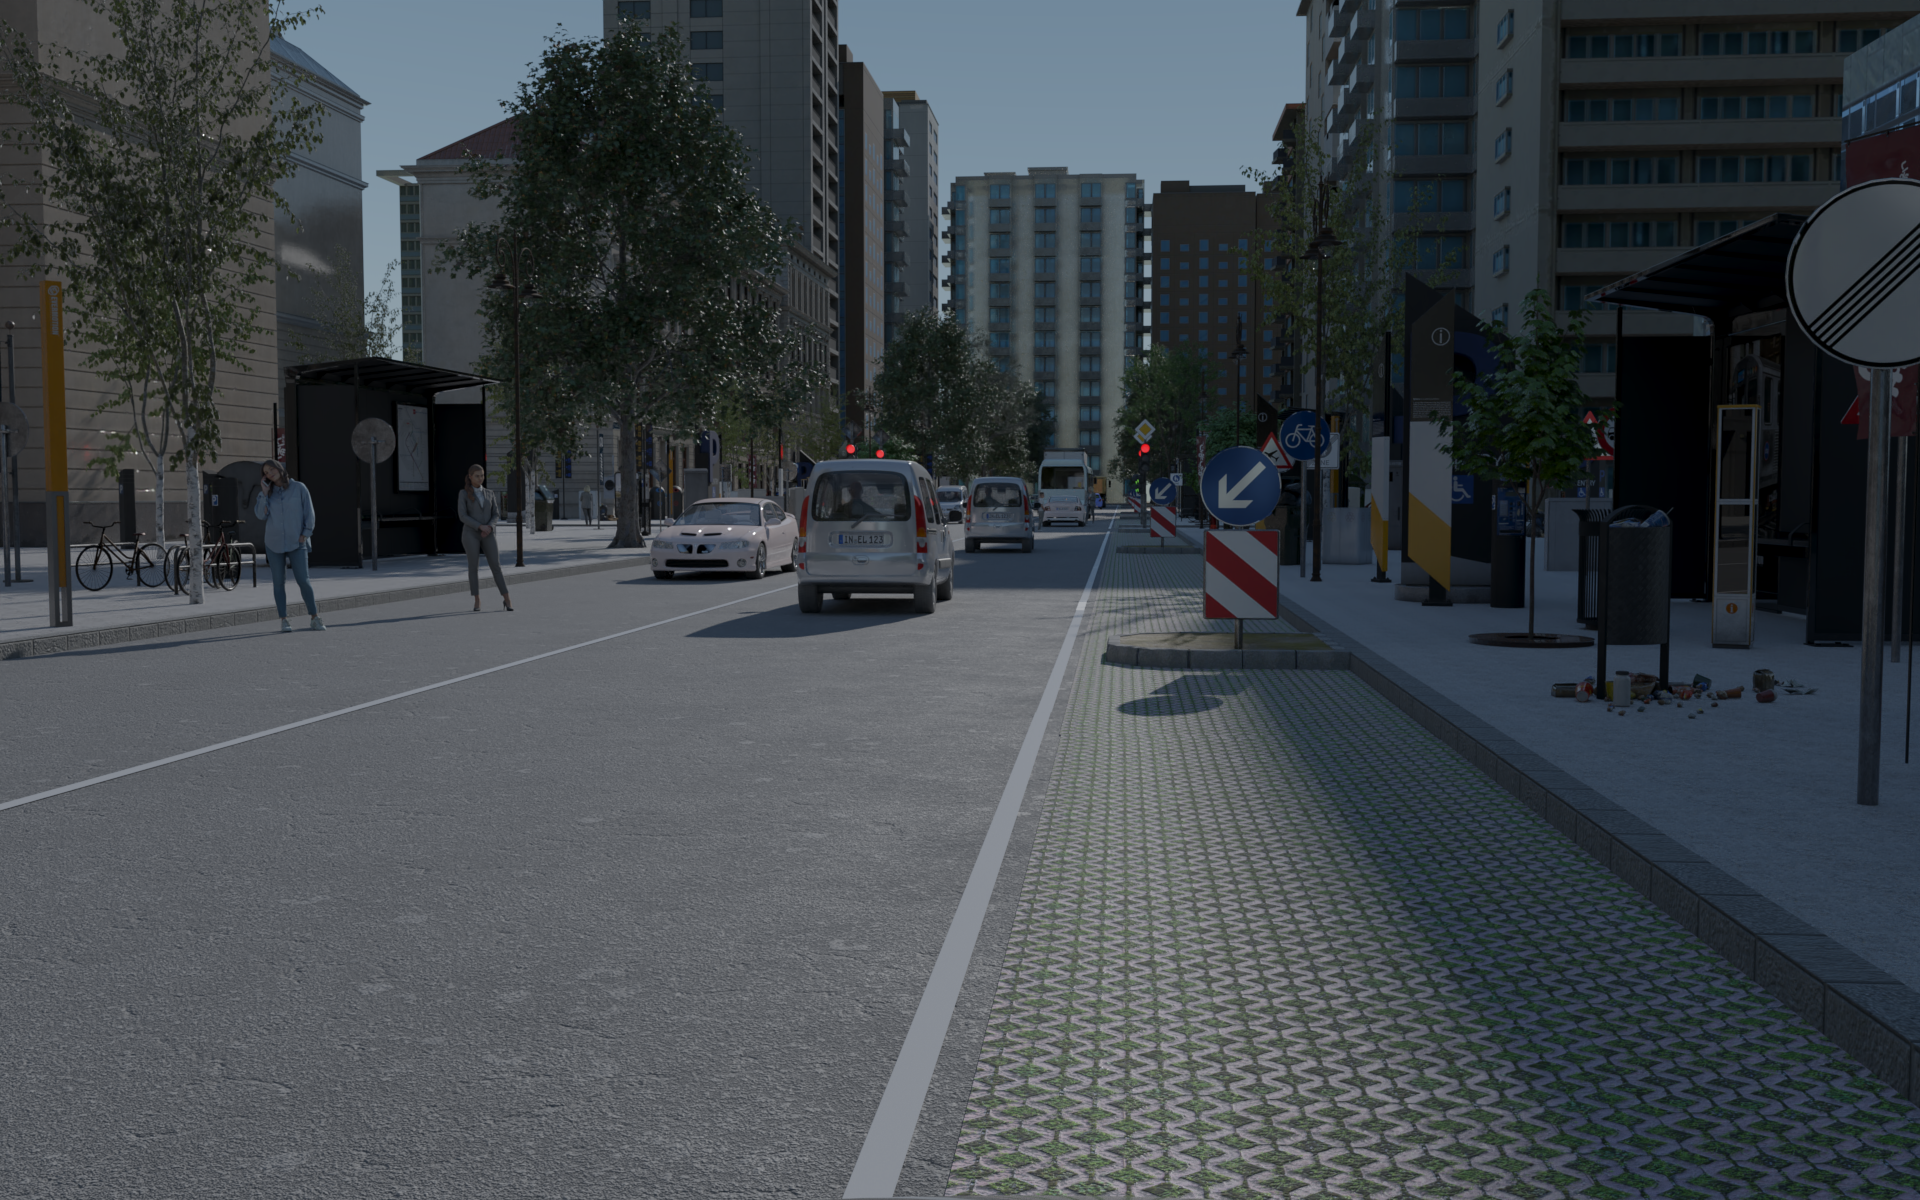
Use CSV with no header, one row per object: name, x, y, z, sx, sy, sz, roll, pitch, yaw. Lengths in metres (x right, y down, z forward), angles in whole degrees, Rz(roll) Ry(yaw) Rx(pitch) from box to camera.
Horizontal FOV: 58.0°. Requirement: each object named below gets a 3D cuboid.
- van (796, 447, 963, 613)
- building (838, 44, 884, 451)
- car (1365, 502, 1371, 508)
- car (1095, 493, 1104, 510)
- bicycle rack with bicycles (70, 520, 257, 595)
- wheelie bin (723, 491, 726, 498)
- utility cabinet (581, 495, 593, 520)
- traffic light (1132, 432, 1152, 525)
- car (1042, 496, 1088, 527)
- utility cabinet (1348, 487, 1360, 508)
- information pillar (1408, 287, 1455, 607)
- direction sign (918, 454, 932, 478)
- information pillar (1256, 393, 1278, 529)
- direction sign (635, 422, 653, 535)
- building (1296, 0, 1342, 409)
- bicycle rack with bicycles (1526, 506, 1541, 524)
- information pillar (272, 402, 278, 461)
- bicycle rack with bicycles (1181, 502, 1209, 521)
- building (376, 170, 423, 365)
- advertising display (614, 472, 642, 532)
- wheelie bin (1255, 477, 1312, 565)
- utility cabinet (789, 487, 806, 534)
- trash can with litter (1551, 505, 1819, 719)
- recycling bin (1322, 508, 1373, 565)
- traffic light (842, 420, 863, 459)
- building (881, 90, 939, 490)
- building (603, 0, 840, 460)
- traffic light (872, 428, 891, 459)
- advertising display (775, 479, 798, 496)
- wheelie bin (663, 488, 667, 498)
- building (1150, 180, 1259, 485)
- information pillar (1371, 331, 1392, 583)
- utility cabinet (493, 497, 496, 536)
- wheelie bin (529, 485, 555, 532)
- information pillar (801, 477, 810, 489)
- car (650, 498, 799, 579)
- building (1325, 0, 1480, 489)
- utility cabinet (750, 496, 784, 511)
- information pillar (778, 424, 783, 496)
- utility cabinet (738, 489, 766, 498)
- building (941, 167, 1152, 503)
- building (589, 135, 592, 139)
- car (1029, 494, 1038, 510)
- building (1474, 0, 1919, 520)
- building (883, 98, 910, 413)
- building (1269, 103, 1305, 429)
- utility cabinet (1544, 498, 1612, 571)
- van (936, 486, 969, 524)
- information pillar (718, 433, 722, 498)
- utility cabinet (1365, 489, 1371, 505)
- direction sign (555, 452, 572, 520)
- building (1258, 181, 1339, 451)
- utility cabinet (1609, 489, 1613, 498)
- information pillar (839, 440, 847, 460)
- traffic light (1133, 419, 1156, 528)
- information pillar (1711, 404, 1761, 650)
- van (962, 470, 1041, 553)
van,-1.013,-0.930,22.212,2.013,2.044,4.112,0,4,4
building,-15.621,-32.260,177.558,14.600,45.320,14.200,0,4,5
car,16.489,-3.347,67.298,3.894,1.354,1.945,0,4,5
car,12.296,-9.195,159.921,1.945,1.707,3.694,0,4,5
bicycle rack with bicycles,-10.558,-0.601,23.215,2.852,0.926,2.925,1,4,11
wheelie bin,-11.902,-4.733,85.297,0.693,1.594,0.980,-1,4,-18
utility cabinet,-18.425,-4.543,85.440,0.306,1.237,1.020,-2,4,-29
traffic light,7.633,-5.119,72.613,0.839,4.253,0.868,0,4,5
car,4.649,-3.962,77.145,2.083,1.381,4.827,0,4,5
utility cabinet,12.063,-2.800,54.453,1.173,1.500,0.318,-2,4,-35
information pillar,5.398,-1.739,19.787,0.504,3.616,0.183,1,4,17
direction sign,-1.962,-6.447,97.405,0.876,3.537,0.379,-2,4,-25
information pillar,7.096,-2.985,40.158,0.504,3.616,0.183,1,4,21
direction sign,-9.917,-3.818,54.420,0.876,3.537,0.379,3,5,43
building,47.089,-35.039,162.119,28.713,52.752,27.495,0,4,5
bicycle rack with bicycles,20.067,-2.759,58.486,2.852,0.926,2.925,3,5,43
information pillar,-17.594,-3.254,44.554,0.183,3.616,0.504,-2,4,-25
bicycle rack with bicycles,11.793,-4.120,80.742,2.925,0.926,2.852,-2,4,-33
building,-49.035,-31.053,199.600,23.993,40.220,32.217,0,4,5
advertising display,-9.650,-2.764,50.401,0.974,1.923,0.123,2,4,32
wheelie bin,5.942,-1.433,31.339,0.980,1.594,0.693,-3,4,-37
utility cabinet,-5.236,-2.855,55.362,0.318,1.500,1.173,-1,4,-15
trash can with litter,4.638,0.009,10.917,2.233,1.210,1.678,-1,4,-21
recycling bin,7.115,-1.176,31.786,0.722,1.027,0.722,2,4,34
traffic light,-4.077,-4.694,65.669,0.839,4.253,0.868,0,4,5
building,-17.482,-43.730,256.987,28.212,58.520,21.231,0,4,5
building,-19.828,-44.126,159.712,20.563,71.187,20.611,0,4,5
traffic light,-3.332,-5.180,73.619,0.839,4.253,0.868,0,4,5
advertising display,-7.465,-4.240,74.542,0.974,1.923,0.123,-1,4,-9
wheelie bin,-15.916,-5.118,91.595,0.980,1.594,0.693,-1,4,-18
building,34.720,-36.667,249.620,14.200,45.320,14.600,0,4,5
information pillar,6.119,-2.069,25.181,0.183,3.616,0.504,0,4,-8
utility cabinet,-13.972,-2.468,51.517,0.306,1.237,1.020,-1,4,-18
wheelie bin,-14.398,-3.160,59.571,0.693,1.594,0.980,1,4,11
information pillar,-7.691,-4.988,86.038,0.304,2.012,0.304,-2,4,-28
car,-4.078,-1.122,30.703,2.083,1.381,4.827,0,4,6
building,37.469,-30.569,119.416,23.786,49.044,30.456,0,4,5
utility cabinet,-5.990,-2.608,53.803,1.020,1.237,0.306,-1,4,-21
information pillar,-5.865,-3.995,56.669,0.183,3.616,0.504,0,4,1
utility cabinet,-8.943,-4.018,74.378,1.173,1.500,0.318,-1,4,-17
building,12.914,-38.931,256.125,30.456,49.044,23.786,0,4,5
building,-45.492,-43.943,260.462,28.212,58.520,21.231,0,4,5
car,6.254,-7.867,140.422,2.131,1.459,4.920,0,4,4
building,39.384,-28.685,92.699,21.600,48.544,21.300,0,4,5
building,-21.488,-35.528,200.484,30.456,49.044,23.786,0,4,5
building,45.948,-32.833,191.437,22.147,44.769,28.867,0,4,5
utility cabinet,10.289,-1.082,28.858,1.020,1.237,0.306,0,4,7
van,-0.491,-4.731,84.366,2.013,2.044,4.112,0,4,7
information pillar,-9.316,-4.576,66.179,0.504,3.616,0.183,-1,4,-13
utility cabinet,19.018,-4.411,80.792,0.318,1.500,1.173,-1,4,-17
direction sign,-19.734,-5.764,86.233,0.876,3.537,0.379,1,4,16
building,49.287,-36.681,249.843,14.200,45.320,14.600,0,4,5
utility cabinet,30.934,-4.461,81.622,0.318,1.500,1.173,3,5,39
information pillar,-5.105,-5.163,75.764,0.504,3.616,0.183,3,5,44
traffic light,6.888,-4.633,64.662,0.839,4.253,0.868,0,4,5
information pillar,6.458,-0.607,14.412,0.304,2.012,0.304,2,4,30
van,1.024,-2.237,43.594,2.013,2.044,4.112,0,4,4
